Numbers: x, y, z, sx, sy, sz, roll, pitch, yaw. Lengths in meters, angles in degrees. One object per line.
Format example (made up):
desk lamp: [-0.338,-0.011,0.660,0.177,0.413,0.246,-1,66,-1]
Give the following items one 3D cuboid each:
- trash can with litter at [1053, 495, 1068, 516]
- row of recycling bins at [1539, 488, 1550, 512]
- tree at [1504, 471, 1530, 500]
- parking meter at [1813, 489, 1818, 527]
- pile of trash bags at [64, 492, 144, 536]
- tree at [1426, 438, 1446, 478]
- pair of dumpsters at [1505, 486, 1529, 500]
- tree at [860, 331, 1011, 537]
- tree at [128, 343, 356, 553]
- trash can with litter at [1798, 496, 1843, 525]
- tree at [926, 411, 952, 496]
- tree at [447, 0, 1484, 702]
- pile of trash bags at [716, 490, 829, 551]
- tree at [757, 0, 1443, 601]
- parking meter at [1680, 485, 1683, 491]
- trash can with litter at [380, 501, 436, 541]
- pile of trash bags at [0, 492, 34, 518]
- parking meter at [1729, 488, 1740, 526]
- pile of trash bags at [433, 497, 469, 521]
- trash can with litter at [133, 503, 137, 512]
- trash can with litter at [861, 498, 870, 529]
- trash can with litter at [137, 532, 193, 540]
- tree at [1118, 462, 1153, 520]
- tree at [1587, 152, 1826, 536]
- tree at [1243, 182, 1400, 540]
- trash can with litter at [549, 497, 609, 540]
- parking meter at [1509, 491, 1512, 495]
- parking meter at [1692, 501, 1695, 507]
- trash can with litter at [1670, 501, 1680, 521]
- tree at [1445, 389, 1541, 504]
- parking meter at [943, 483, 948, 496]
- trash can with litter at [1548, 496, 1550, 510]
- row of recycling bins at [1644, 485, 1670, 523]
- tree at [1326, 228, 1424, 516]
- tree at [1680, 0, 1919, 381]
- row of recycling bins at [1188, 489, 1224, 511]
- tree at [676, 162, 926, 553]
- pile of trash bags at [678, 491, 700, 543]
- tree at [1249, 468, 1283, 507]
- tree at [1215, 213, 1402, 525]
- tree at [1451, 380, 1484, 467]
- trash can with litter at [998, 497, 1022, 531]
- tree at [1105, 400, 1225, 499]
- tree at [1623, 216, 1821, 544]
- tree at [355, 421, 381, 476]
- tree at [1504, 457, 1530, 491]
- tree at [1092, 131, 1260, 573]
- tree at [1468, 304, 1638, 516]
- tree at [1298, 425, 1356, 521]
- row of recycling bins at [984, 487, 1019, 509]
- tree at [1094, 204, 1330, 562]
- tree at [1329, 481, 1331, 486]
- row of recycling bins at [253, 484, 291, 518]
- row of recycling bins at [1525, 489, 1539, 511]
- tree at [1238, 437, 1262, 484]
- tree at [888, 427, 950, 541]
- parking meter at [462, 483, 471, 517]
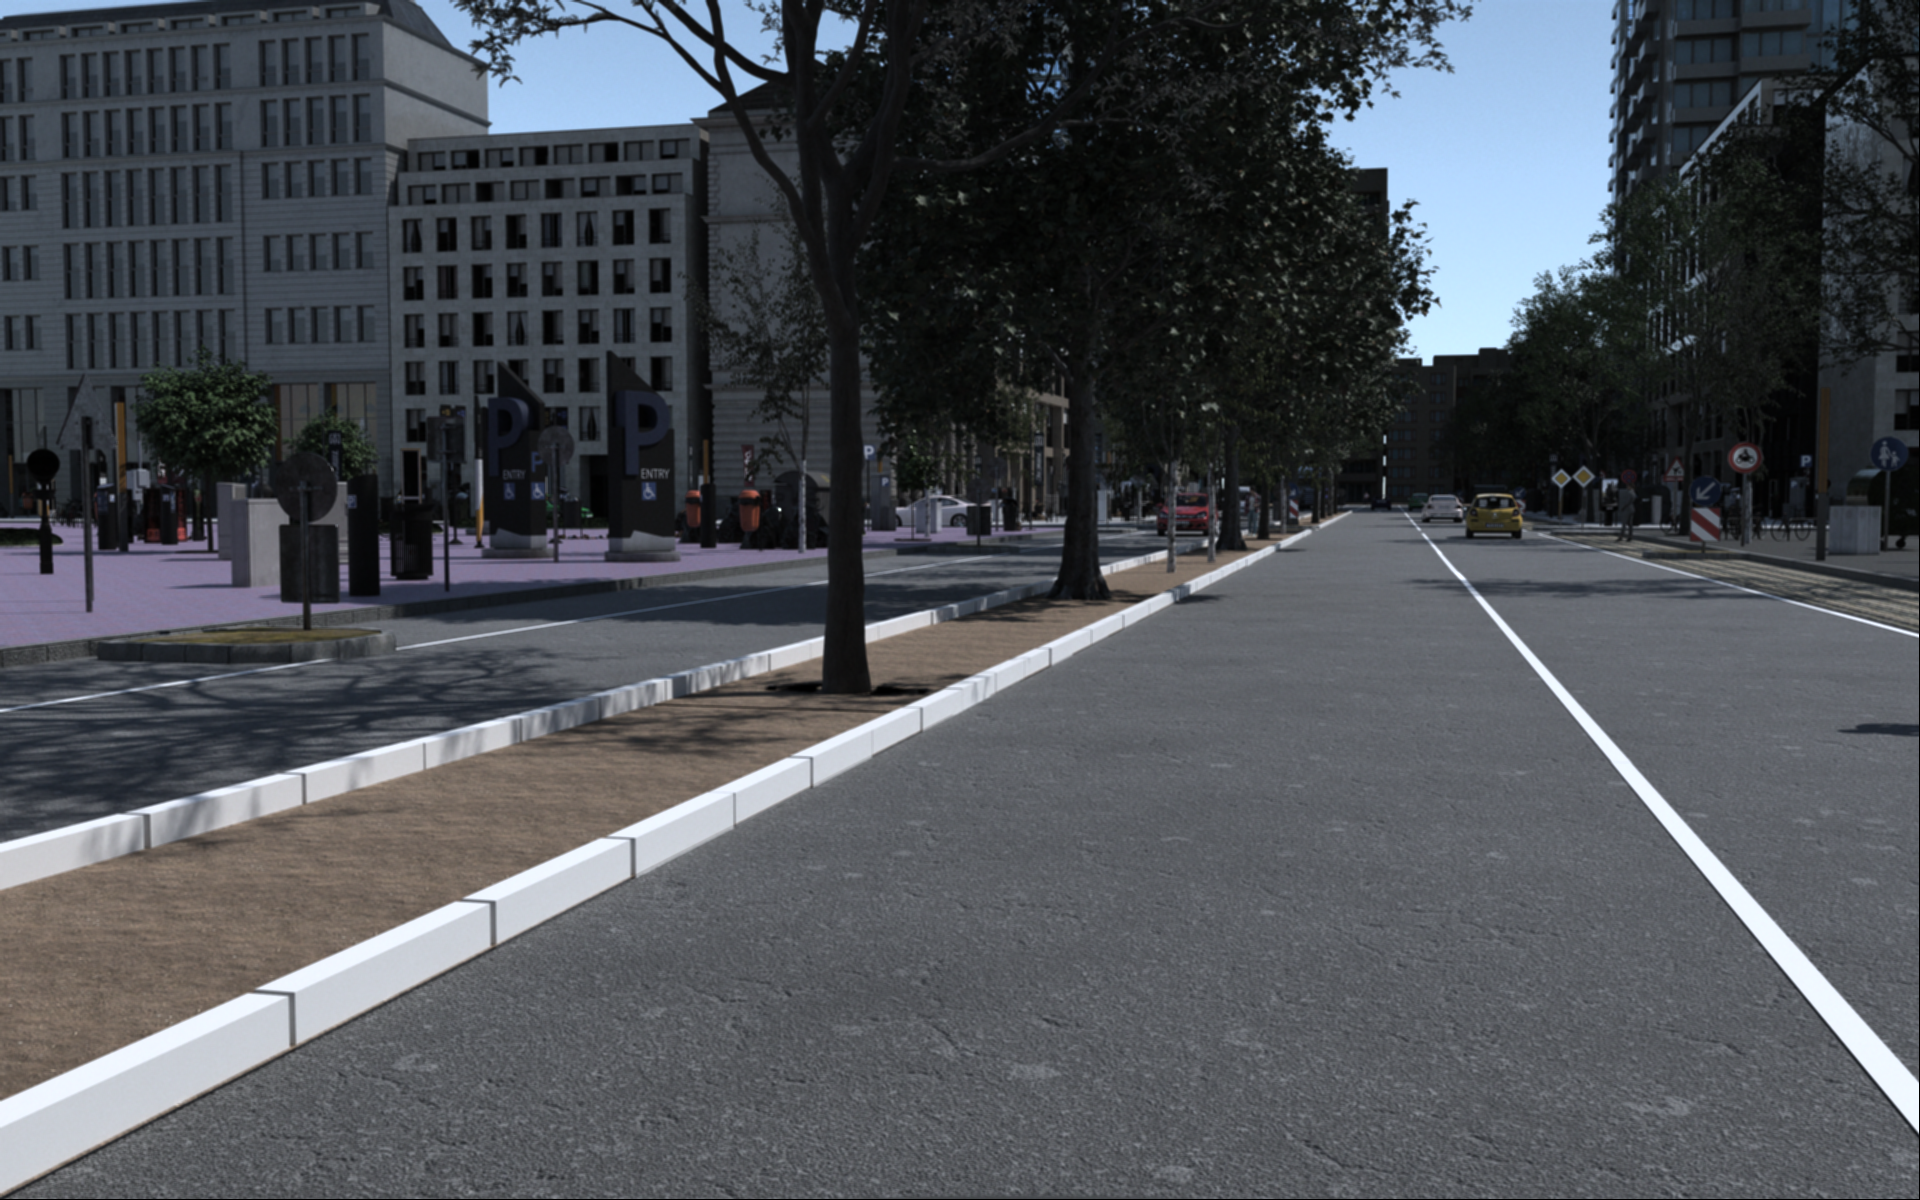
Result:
trash can with litter: [6.442,-5.646,103.363,2.233,1.210,1.678,3,4,38]
row of recycling bins: [42.930,-7.214,125.069,1.069,1.692,3.534,1,4,8]
tree: [39.426,-7.804,122.200,1.663,3.219,1.824,0,3,0]
parking meter: [33.652,-3.635,67.851,0.372,1.533,0.369,0,3,0]
pile of trash bags: [-25.732,-2.672,53.433,1.912,1.369,3.447,0,4,-1]
tree: [62.293,-17.114,214.232,8.767,10.594,7.601,0,4,-3]
pair of dumpsters: [43.928,-8.205,136.638,1.574,2.255,4.437,1,4,14]
tree: [-0.961,-6.170,51.235,4.737,8.622,4.395,0,3,0]
tree: [-16.473,-3.322,38.033,4.285,4.588,4.351,0,3,0]
trash can with litter: [35.851,-3.701,71.568,1.678,1.210,2.233,-3,4,-39]
tree: [-1.261,-7.652,75.473,4.360,8.622,3.978,0,3,0]
tree: [-0.823,-6.060,11.900,12.009,13.543,11.850,0,3,0]
pile of trash bags: [-4.275,-1.865,40.243,1.912,1.369,3.447,1,4,17]
tree: [1.684,-6.363,23.508,9.611,12.733,9.660,0,3,0]
parking meter: [45.252,-6.280,108.383,0.255,1.863,0.399,0,4,5]
trash can with litter: [-15.265,-2.247,47.794,1.678,1.210,2.233,-2,4,-35]
pile of trash bags: [-52.121,-5.146,93.896,3.447,1.369,1.912,-2,4,-32]
parking meter: [30.766,-3.692,68.776,0.372,1.533,0.369,0,3,0]
pile of trash bags: [-23.819,-4.455,82.585,3.447,1.369,1.912,0,4,8]
trash can with litter: [-29.690,-3.118,62.373,1.055,1.170,0.624,-3,4,-38]
trash can with litter: [-3.466,-2.869,58.300,0.624,1.170,1.055,1,4,13]
trash can with litter: [-22.415,-2.300,48.665,2.233,1.210,1.678,1,4,9]
tree: [8.716,-5.534,85.090,1.663,3.219,1.824,0,3,0]
tree: [22.336,-7.759,52.621,9.928,11.665,9.643,0,3,0]
tree: [9.530,-7.659,53.430,9.928,11.665,9.643,0,3,0]
trash can with litter: [-10.684,-2.343,49.358,2.233,1.210,1.678,0,4,2]
parking meter: [42.010,-7.554,131.926,0.372,1.533,0.369,0,3,0]
parking meter: [36.569,-4.782,86.592,0.372,1.533,0.369,0,3,0]
trash can with litter: [33.332,-4.274,81.267,0.624,1.170,1.055,-2,4,-33]
tree: [41.452,-11.880,128.654,7.601,10.594,8.767,2,4,34]
parking meter: [-0.857,-5.214,90.962,0.399,1.863,0.255,3,5,44]
trash can with litter: [40.932,-6.622,119.650,0.624,1.170,1.055,1,4,17]
row of recycling bins: [30.944,-4.291,77.271,1.069,1.692,3.534,1,4,14]
tree: [22.633,-15.456,111.053,12.611,20.169,13.585,0,3,0]
tree: [16.014,-5.653,26.841,8.767,10.594,7.601,0,4,6]
row of recycling bins: [19.084,-7.722,133.364,3.534,1.692,1.069,3,5,39]
tree: [-3.655,-5.332,37.534,4.360,8.622,3.978,0,3,0]
pile of trash bags: [-6.463,-2.165,45.145,1.912,1.369,3.447,1,4,9]
tree: [34.847,-12.960,195.608,4.285,4.588,4.351,0,3,0]
tree: [14.134,-10.058,73.560,9.857,13.997,8.962,0,3,0]
tree: [28.366,-9.295,77.723,9.928,11.665,9.643,0,3,0]
trash can with litter: [1.762,-2.972,59.986,0.624,1.170,1.055,1,4,21]
tree: [11.987,-11.244,101.966,7.486,12.596,7.792,0,3,0]
tree: [20.216,-5.769,44.684,4.360,8.622,3.978,0,3,0]
tree: [-23.040,-4.889,63.649,4.285,4.588,4.351,0,3,0]
tree: [47.069,-12.107,148.315,4.737,8.622,4.395,0,3,0]
tree: [3.876,-4.805,31.390,4.360,8.622,3.978,0,3,0]
tree: [34.648,-11.258,101.075,9.611,12.733,9.660,0,3,0]
tree: [19.088,-8.516,92.052,4.360,8.622,3.978,0,3,0]
row of recycling bins: [1.911,-5.367,94.869,1.069,1.692,3.534,3,5,42]
tree: [5.260,-5.077,35.827,4.737,8.622,4.395,0,3,0]
tree: [11.411,-6.598,60.700,4.737,8.622,4.395,0,3,0]
row of recycling bins: [-26.770,-3.854,70.128,3.534,1.692,1.069,-1,4,-10]
row of recycling bins: [42.948,-7.488,129.536,1.069,1.692,3.534,1,4,11]
tree: [19.918,-13.265,135.017,7.486,12.596,7.792,0,3,0]
tree: [-1.309,-3.222,47.277,1.663,3.219,1.824,0,3,0]
parking meter: [-25.232,-5.060,88.447,0.255,1.863,0.399,3,4,38]
